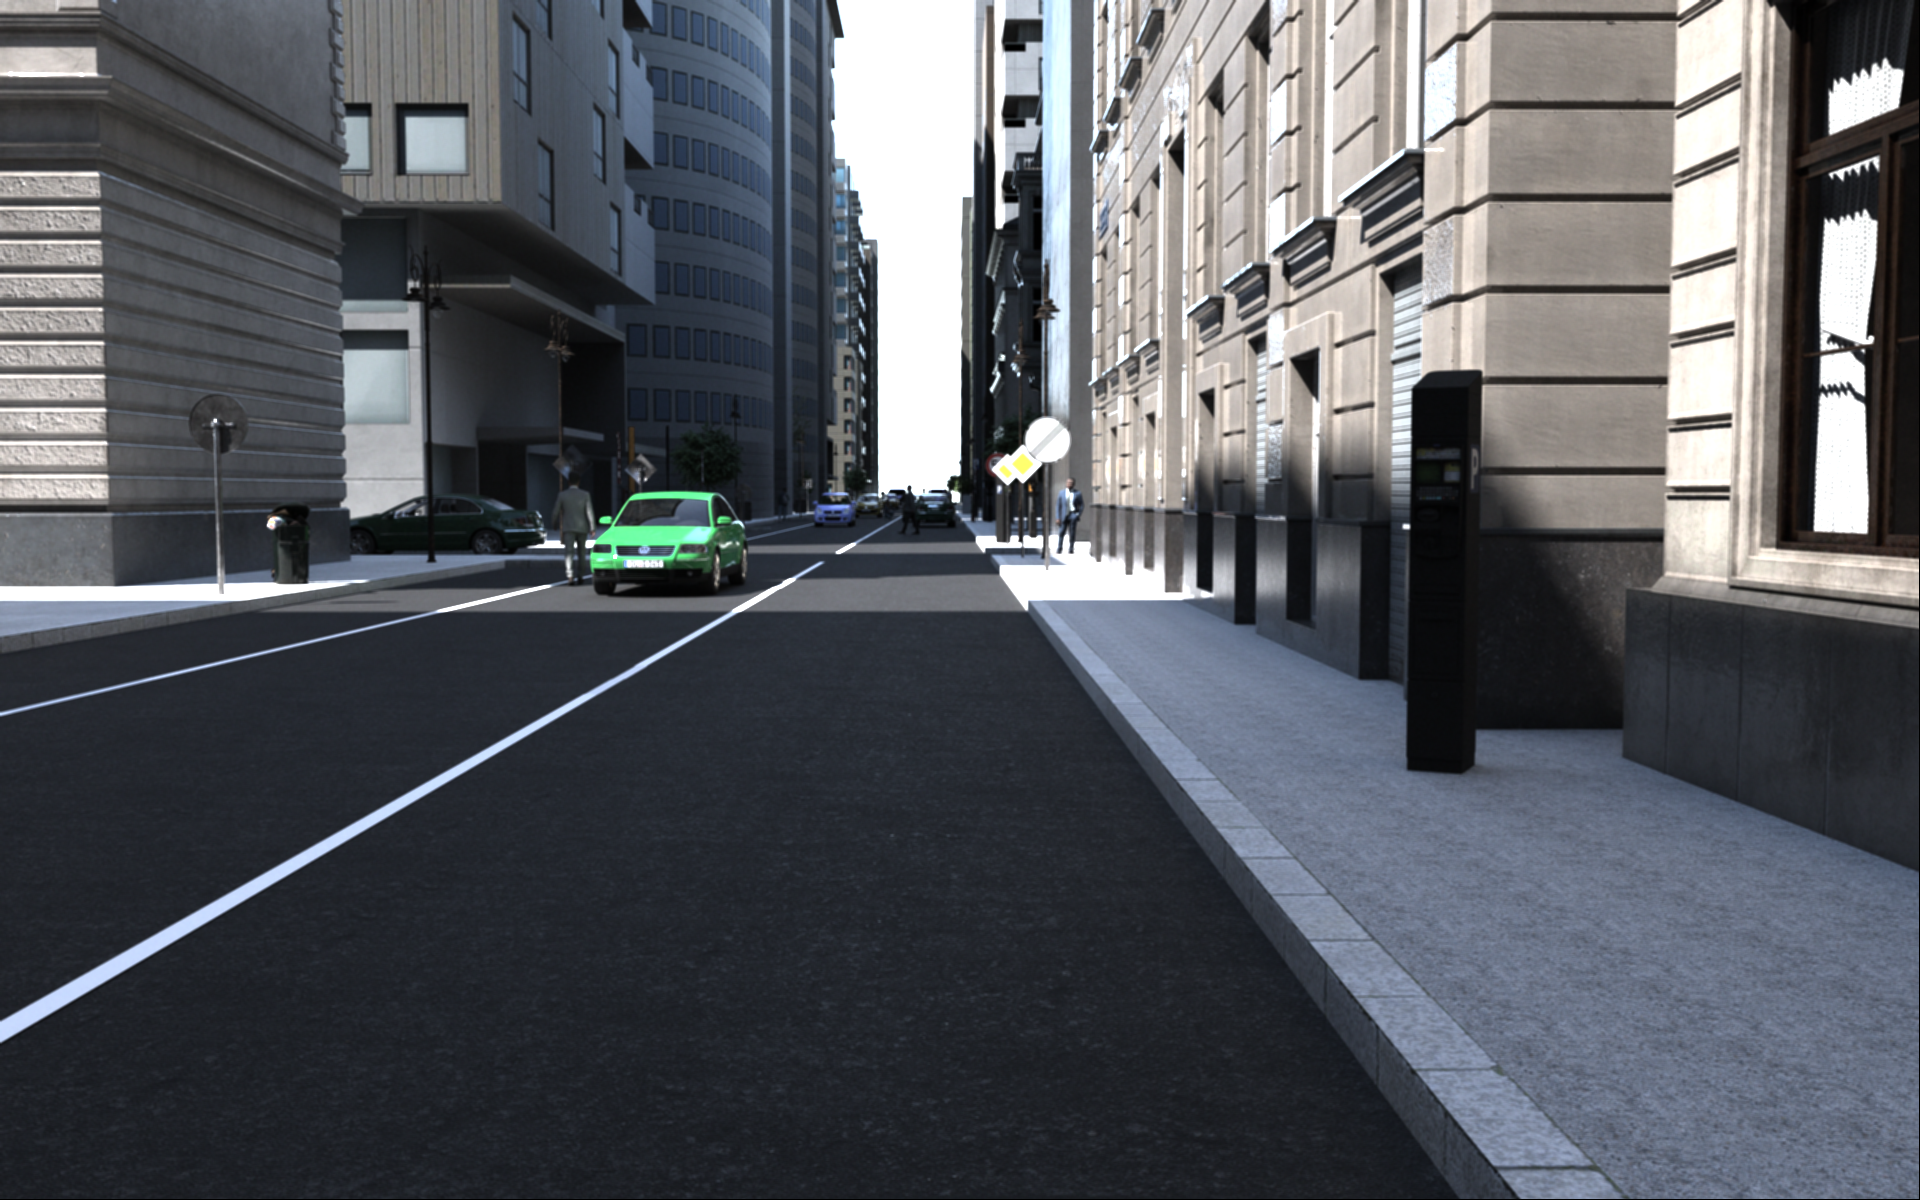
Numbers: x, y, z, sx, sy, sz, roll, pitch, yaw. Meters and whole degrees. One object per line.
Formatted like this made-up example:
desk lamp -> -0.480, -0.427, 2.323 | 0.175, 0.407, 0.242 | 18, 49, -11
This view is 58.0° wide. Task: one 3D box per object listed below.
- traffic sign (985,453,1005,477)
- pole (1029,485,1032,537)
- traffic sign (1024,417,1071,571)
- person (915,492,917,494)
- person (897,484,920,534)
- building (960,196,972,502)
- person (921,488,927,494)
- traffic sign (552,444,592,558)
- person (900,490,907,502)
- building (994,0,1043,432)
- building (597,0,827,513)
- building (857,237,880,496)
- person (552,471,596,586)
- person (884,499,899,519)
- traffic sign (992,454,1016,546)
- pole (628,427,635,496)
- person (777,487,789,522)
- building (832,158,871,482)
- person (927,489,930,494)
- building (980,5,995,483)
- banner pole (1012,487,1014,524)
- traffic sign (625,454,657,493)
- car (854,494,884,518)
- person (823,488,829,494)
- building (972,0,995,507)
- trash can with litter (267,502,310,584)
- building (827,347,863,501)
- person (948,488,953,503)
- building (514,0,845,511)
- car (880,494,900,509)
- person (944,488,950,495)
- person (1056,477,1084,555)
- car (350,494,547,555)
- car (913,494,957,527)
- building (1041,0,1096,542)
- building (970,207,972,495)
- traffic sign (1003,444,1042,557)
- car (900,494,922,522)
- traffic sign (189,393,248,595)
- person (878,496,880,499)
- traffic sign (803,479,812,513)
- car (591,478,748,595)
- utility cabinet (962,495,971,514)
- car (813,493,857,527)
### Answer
traffic sign -> 1.170, -3.268, 53.542 | 0.768, 2.556, 0.104 | 0, 4, 1
pole -> 2.138, -3.544, 51.795 | 0.158, 3.312, 0.155 | 0, 3, 0
traffic sign -> 1.448, -1.749, 28.704 | 0.768, 2.556, 0.104 | 0, 4, 5
person -> -5.528, -12.810, 218.647 | 1.217, 1.736, 0.721 | -1, 4, -20
person -> -1.849, -3.240, 61.864 | 0.834, 1.777, 0.661 | 0, 4, -7
building -> 10.778, -39.310, 266.426 | 21.300, 48.544, 21.600 | 0, 4, -1
person -> -1.929, -5.259, 94.903 | 0.576, 1.772, 0.534 | -2, 4, -28
traffic sign -> -7.827, -1.916, 34.973 | 0.795, 2.450, 0.064 | 0, 4, -1
person -> -4.792, -8.665, 150.733 | 0.990, 1.755, 0.434 | -1, 4, -23
building -> 16.491, -33.458, 136.273 | 28.713, 52.752, 27.495 | 0, 4, -1
building -> -22.694, -36.924, 145.703 | 21.231, 58.520, 28.212 | 0, 4, -1
building -> -19.834, -35.817, 269.209 | 14.154, 41.232, 14.086 | 0, 4, -1
person -> -6.073, -1.130, 27.250 | 0.678, 1.792, 0.850 | -1, 4, -13
person -> -3.918, -5.128, 97.836 | 1.012, 1.151, 0.738 | -3, 5, -43
traffic sign -> 1.179, -2.409, 43.036 | 0.795, 2.450, 0.064 | 0, 4, -1
pole -> -9.983, -3.597, 52.657 | 0.158, 3.312, 0.155 | 0, 3, 0
person -> -9.014, -4.865, 88.395 | 0.623, 1.781, 0.721 | 0, 4, -4
building -> -25.008, -38.353, 246.683 | 23.786, 49.044, 30.456 | 0, 4, -1
person -> -2.496, -7.984, 139.017 | 1.348, 1.826, 0.705 | 3, 5, 40
building -> 9.091, -31.039, 157.593 | 14.600, 45.320, 14.200 | 0, 4, -1
banner pole -> 2.025, -5.083, 73.130 | 0.863, 3.779, 0.401 | 1, 4, 13
traffic sign -> -7.914, -2.405, 42.957 | 0.795, 2.450, 0.064 | 0, 4, -1
car -> -5.634, -5.852, 105.910 | 2.015, 1.641, 3.980 | 0, 4, 0
person -> -7.878, -5.740, 102.440 | 0.391, 1.810, 0.635 | -3, 5, -41
building -> 11.759, -38.923, 178.387 | 21.231, 58.520, 28.212 | 0, 4, -1
trash can with litter -> -9.673, -0.820, 24.791 | 0.624, 1.170, 1.055 | -2, 4, -33
building -> -26.651, -22.804, 217.882 | 27.650, 21.520, 28.899 | 0, 4, -1
person -> -0.565, -5.262, 94.870 | 0.374, 1.781, 0.599 | 1, 4, 11
building -> -26.469, -35.769, 174.065 | 28.713, 52.752, 27.495 | 0, 4, -1
car -> -6.673, -9.427, 164.355 | 2.015, 1.641, 3.980 | 0, 4, 0
person -> -0.771, -6.174, 109.703 | 0.793, 1.790, 0.793 | -3, 5, -42
person -> 2.411, -1.837, 38.715 | 0.721, 1.800, 0.419 | 0, 4, 1
car -> -11.878, -1.675, 39.188 | 4.920, 1.459, 2.131 | 0, 4, -2
car -> -1.153, -3.940, 76.209 | 2.131, 1.459, 4.920 | 0, 4, -3
building -> 17.721, -14.166, 50.683 | 30.058, 24.678, 14.314 | 0, 4, -1
building -> 8.498, -34.550, 248.486 | 14.154, 41.232, 14.086 | 0, 4, -1
traffic sign -> 1.267, -1.921, 35.051 | 0.795, 2.450, 0.064 | 0, 4, -1
car -> -2.078, -4.834, 90.831 | 2.131, 1.459, 4.920 | 0, 4, 0
traffic sign -> -9.386, -1.335, 21.930 | 0.768, 2.556, 0.104 | 0, 4, 4
person -> -9.942, -12.078, 209.161 | 0.799, 1.438, 0.628 | 2, 4, 29
traffic sign -> -10.400, -7.107, 118.321 | 0.606, 2.300, 0.079 | 1, 4, 8
car -> -4.318, -1.060, 26.121 | 1.959, 1.807, 4.718 | 0, 4, 1
utility cabinet -> 0.648, -6.170, 112.038 | 1.020, 1.237, 0.306 | 0, 4, 1
car -> -5.542, -4.116, 76.891 | 1.945, 1.707, 3.694 | 0, 4, -1
